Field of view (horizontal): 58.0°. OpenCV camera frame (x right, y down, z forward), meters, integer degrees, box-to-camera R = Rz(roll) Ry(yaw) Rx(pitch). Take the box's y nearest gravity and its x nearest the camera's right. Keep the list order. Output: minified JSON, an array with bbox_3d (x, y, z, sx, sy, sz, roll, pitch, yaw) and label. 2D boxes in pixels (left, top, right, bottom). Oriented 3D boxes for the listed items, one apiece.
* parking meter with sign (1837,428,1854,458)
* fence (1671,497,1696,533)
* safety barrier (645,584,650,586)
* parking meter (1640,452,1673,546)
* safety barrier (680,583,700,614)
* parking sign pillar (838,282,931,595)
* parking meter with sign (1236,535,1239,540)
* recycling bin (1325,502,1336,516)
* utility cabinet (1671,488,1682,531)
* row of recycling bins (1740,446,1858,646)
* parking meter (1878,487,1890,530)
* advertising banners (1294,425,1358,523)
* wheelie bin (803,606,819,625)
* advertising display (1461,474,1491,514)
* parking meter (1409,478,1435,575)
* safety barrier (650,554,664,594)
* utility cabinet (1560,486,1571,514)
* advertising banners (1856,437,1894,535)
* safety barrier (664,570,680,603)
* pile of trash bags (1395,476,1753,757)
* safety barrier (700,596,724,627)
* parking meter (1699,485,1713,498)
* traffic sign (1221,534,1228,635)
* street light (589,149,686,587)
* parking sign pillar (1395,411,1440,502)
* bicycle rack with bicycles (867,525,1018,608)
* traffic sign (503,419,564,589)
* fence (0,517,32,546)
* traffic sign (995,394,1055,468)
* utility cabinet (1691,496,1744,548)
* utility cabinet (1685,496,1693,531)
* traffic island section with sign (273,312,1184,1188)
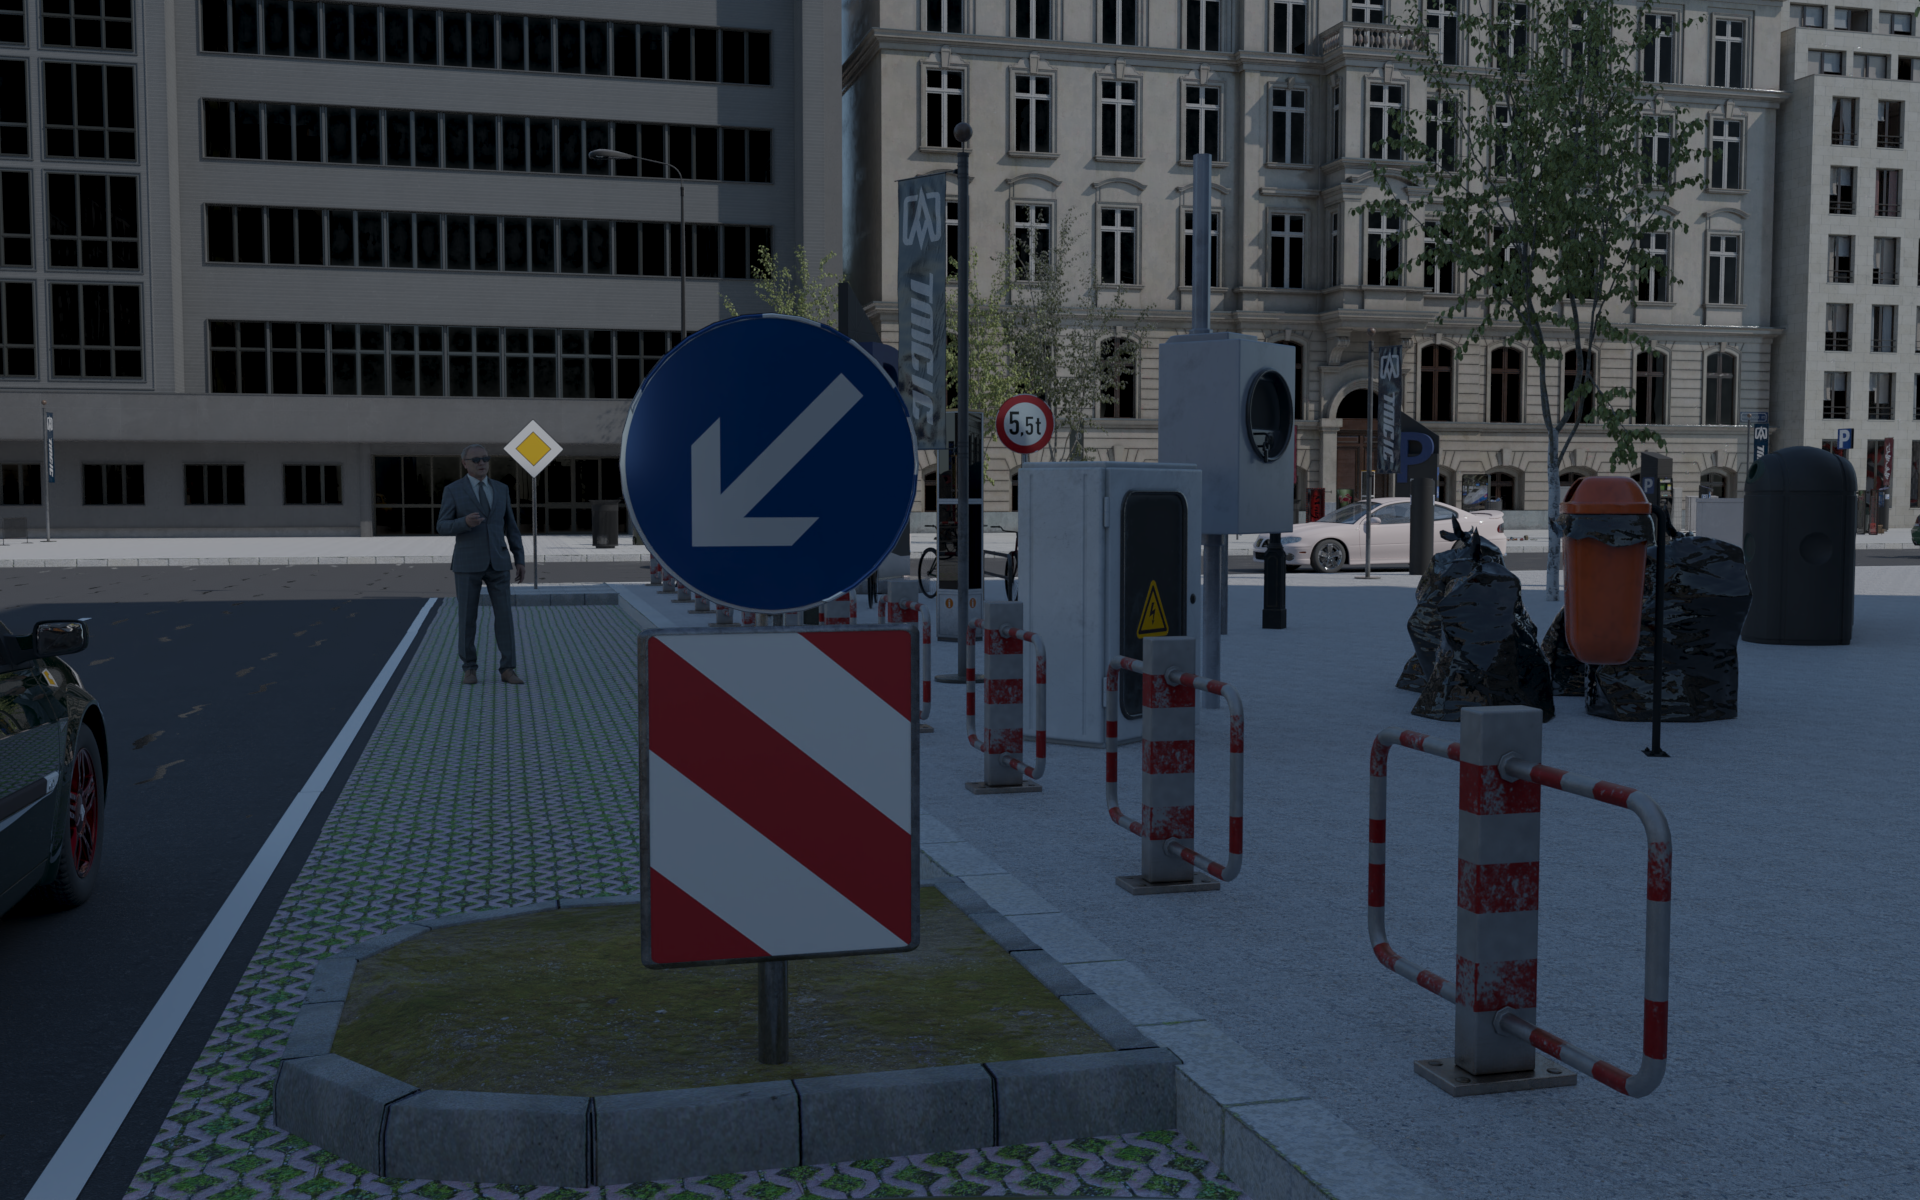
[{"bbox_3d":[22.689,-3.036,45.898,1.738,3.016,0.543,-1,4,-10],"label":"parking meter with sign"},{"bbox_3d":[23.721,-2.860,57.962,0.480,1.192,2.264,-1,4,-17],"label":"fence"},{"bbox_3d":[-4.256,-0.609,24.225,0.300,0.817,1.120,-1,4,-15],"label":"safety barrier"},{"bbox_3d":[9.545,-1.104,23.760,0.255,1.863,0.399,-1,4,-19],"label":"parking meter"},{"bbox_3d":[-2.777,-0.267,18.641,0.300,0.817,1.120,-1,4,-15],"label":"safety barrier"},{"bbox_3d":[-1.112,-2.093,22.701,1.447,3.967,1.447,2,4,23],"label":"parking sign pillar"},{"bbox_3d":[6.944,-3.185,48.331,1.738,3.016,0.543,0,4,-5],"label":"parking meter with sign"},{"bbox_3d":[11.750,-2.520,53.754,0.722,1.027,0.722,3,5,44],"label":"recycling bin"},{"bbox_3d":[24.504,-3.128,59.821,0.318,1.500,1.173,0,4,-4],"label":"utility cabinet"},{"bbox_3d":[7.840,-0.554,16.179,1.069,1.692,3.534,2,4,25],"label":"row of recycling bins"},{"bbox_3d":[32.822,-3.251,61.570,0.372,1.533,0.369,0,3,0],"label":"parking meter"},{"bbox_3d":[9.024,-2.912,43.793,2.074,3.025,0.090,0,4,-2],"label":"advertising banners"},{"bbox_3d":[-1.536,-0.568,17.202,0.980,1.594,0.693,1,4,10],"label":"wheelie bin"},{"bbox_3d":[16.504,-3.072,55.438,0.123,1.923,0.974,-3,5,-41],"label":"advertising display"},{"bbox_3d":[7.324,-1.165,27.461,0.372,1.533,0.369,0,3,0],"label":"parking meter"},{"bbox_3d":[-3.761,-0.494,22.351,0.300,0.817,1.120,-1,4,-15],"label":"safety barrier"},{"bbox_3d":[17.701,-2.535,50.129,0.318,1.500,1.173,-2,4,-31],"label":"utility cabinet"},{"bbox_3d":[28.606,-3.547,54.182,0.090,3.025,2.074,0,4,1],"label":"advertising banners"},{"bbox_3d":[-3.266,-0.381,20.499,0.300,0.817,1.120,-1,4,-15],"label":"safety barrier"},{"bbox_3d":[3.515,-0.010,9.918,1.912,1.369,3.447,1,4,13],"label":"pile of trash bags"},{"bbox_3d":[-2.283,-0.153,16.773,0.300,0.817,1.120,-1,4,-15],"label":"safety barrier"},{"bbox_3d":[20.862,-2.450,48.477,0.372,1.533,0.369,0,3,0],"label":"parking meter"},{"bbox_3d":[2.405,-0.957,15.747,0.768,2.556,0.104,-1,4,-10],"label":"traffic sign"},{"bbox_3d":[-4.314,-3.126,23.650,1.470,5.913,1.316,-1,4,-15],"label":"street light"},{"bbox_3d":[14.338,-4.028,54.324,1.447,3.967,1.447,2,4,23],"label":"parking sign pillar"},{"bbox_3d":[-0.350,-0.410,20.081,2.852,0.926,2.925,-1,4,-8],"label":"bicycle rack with bicycles"},{"bbox_3d":[-5.732,-1.204,23.322,0.795,2.450,0.064,-1,4,-15],"label":"traffic sign"},{"bbox_3d":[-24.035,-1.754,44.061,0.278,0.683,2.069,-1,4,-13],"label":"fence"},{"bbox_3d":[0.820,-1.345,22.095,0.768,2.556,0.104,0,4,-7],"label":"traffic sign"},{"bbox_3d":[11.489,-0.897,25.832,0.306,1.237,1.020,-2,4,-28],"label":"utility cabinet"},{"bbox_3d":[25.890,-3.016,60.465,1.020,1.237,0.306,0,4,3],"label":"utility cabinet"},{"bbox_3d":[-0.705,0.250,4.544,1.989,1.847,2.006,-1,4,-15],"label":"traffic island section with sign"}]
